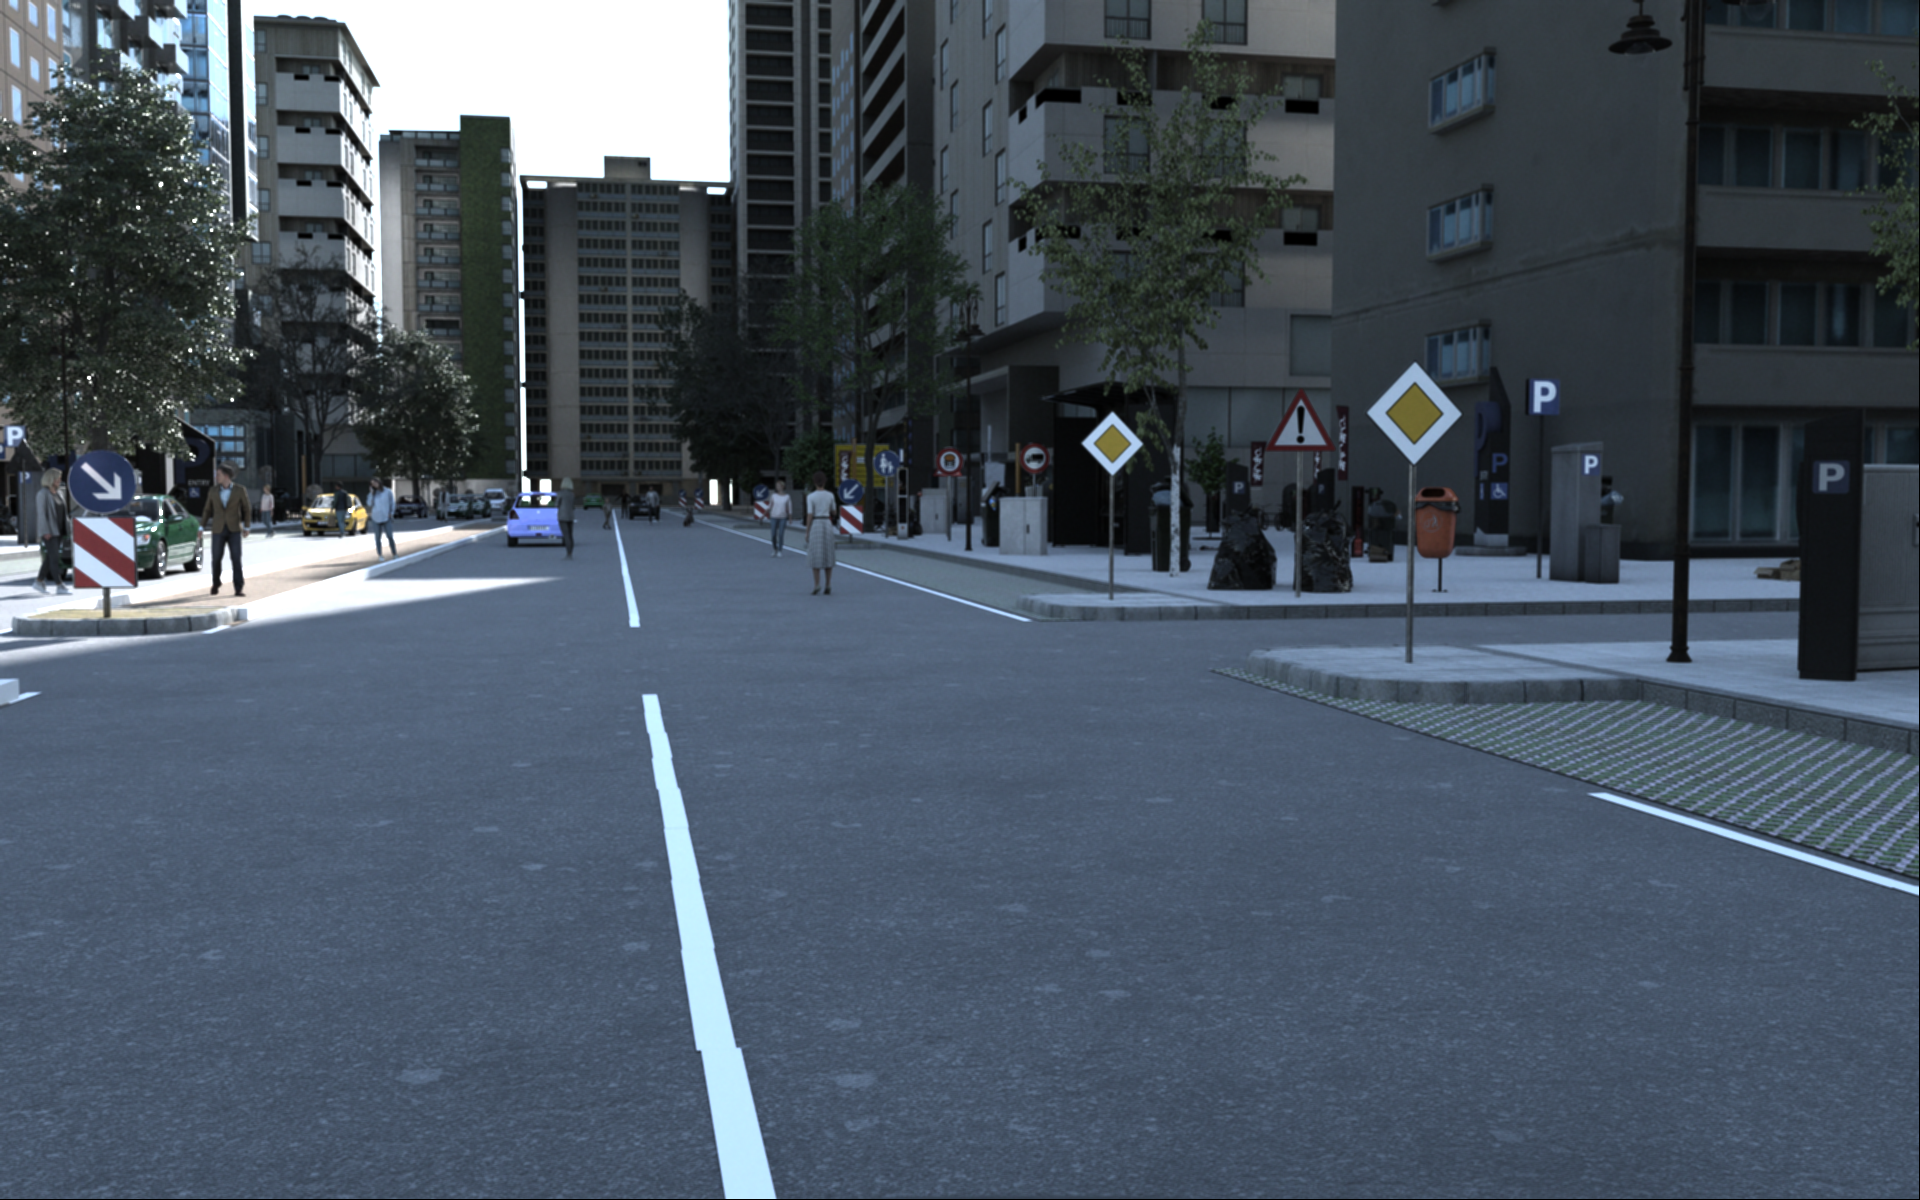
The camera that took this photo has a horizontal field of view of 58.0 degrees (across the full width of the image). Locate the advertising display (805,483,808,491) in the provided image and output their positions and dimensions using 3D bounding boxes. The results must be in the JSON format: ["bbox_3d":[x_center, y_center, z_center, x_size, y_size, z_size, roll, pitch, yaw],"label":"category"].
[{"bbox_3d":[-8.305,-5.477,94.755,0.123,1.923,0.974,-1,4,-20],"label":"advertising display"}]

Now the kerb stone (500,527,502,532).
[{"bbox_3d":[-16.948,-2.516,63.325,0.120,0.150,1.000,-1,4,-11],"label":"kerb stone"}]

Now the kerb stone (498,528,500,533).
[{"bbox_3d":[-16.742,-2.452,62.324,0.120,0.150,1.000,-1,4,-11],"label":"kerb stone"}]

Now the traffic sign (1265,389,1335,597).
[{"bbox_3d":[4.196,-1.311,21.432,0.884,2.594,0.081,0,4,-6],"label":"traffic sign"}]

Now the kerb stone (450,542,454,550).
[{"bbox_3d":[-13.086,-1.345,44.190,0.120,0.150,1.000,-1,4,-11],"label":"kerb stone"}]

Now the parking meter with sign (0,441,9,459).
[{"bbox_3d":[-33.643,-3.885,59.787,1.738,3.016,0.543,2,4,34],"label":"parking meter with sign"}]

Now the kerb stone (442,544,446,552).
[{"bbox_3d":[-12.679,-1.222,42.170,0.120,0.150,1.000,-1,4,-11],"label":"kerb stone"}]

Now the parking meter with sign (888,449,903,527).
[{"bbox_3d":[-2.422,-4.336,67.146,0.543,3.016,1.738,-1,4,-21],"label":"parking meter with sign"}]

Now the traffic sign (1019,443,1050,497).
[{"bbox_3d":[1.851,-2.625,43.023,0.768,2.556,0.104,0,4,-5],"label":"traffic sign"}]

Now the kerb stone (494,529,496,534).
[{"bbox_3d":[-16.336,-2.329,60.309,0.120,0.150,1.000,-1,4,-11],"label":"kerb stone"}]

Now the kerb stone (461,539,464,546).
[{"bbox_3d":[-13.688,-1.530,47.215,0.120,0.150,1.000,-1,4,-11],"label":"kerb stone"}]

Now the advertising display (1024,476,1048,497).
[{"bbox_3d":[2.687,-3.439,61.444,0.974,1.923,0.123,3,5,41],"label":"advertising display"}]

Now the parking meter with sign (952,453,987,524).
[{"bbox_3d":[0.231,-4.736,73.699,1.738,3.016,0.543,1,4,14],"label":"parking meter with sign"}]

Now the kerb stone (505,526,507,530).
[{"bbox_3d":[-17.551,-2.700,66.338,0.120,0.150,1.000,-1,4,-11],"label":"kerb stone"}]

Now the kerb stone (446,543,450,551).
[{"bbox_3d":[-12.883,-1.283,43.172,0.120,0.150,1.000,-1,4,-11],"label":"kerb stone"}]

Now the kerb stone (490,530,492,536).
[{"bbox_3d":[-15.930,-2.208,58.293,0.120,0.150,1.000,-1,4,-11],"label":"kerb stone"}]

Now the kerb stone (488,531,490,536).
[{"bbox_3d":[-15.724,-2.146,57.289,0.120,0.150,1.000,-1,4,-11],"label":"kerb stone"}]

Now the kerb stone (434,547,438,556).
[{"bbox_3d":[-12.268,-1.099,40.167,0.120,0.150,1.000,-1,4,-11],"label":"kerb stone"}]

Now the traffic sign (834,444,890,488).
[{"bbox_3d":[-3.959,-4.663,70.118,2.265,3.308,0.079,-1,4,-10],"label":"traffic sign"}]

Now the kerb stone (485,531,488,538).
[{"bbox_3d":[-15.526,-2.084,56.269,0.120,0.150,1.000,-1,4,-11],"label":"kerb stone"}]

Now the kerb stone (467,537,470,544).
[{"bbox_3d":[-14.099,-1.653,49.233,0.120,0.150,1.000,-1,4,-11],"label":"kerb stone"}]

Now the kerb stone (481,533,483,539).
[{"bbox_3d":[-15.114,-1.961,54.260,0.120,0.150,1.000,-1,4,-11],"label":"kerb stone"}]

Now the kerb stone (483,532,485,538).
[{"bbox_3d":[-15.325,-2.019,55.261,0.120,0.150,1.000,-1,4,-11],"label":"kerb stone"}]

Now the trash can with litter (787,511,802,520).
[{"bbox_3d":[-8.205,-4.538,85.258,2.233,1.210,1.678,-1,4,-10],"label":"trash can with litter"}]

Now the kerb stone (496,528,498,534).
[{"bbox_3d":[-16.548,-2.393,61.320,0.120,0.150,1.000,-1,4,-11],"label":"kerb stone"}]

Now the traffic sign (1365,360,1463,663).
[{"bbox_3d":[3.412,-0.579,13.105,0.795,2.450,0.064,-1,4,-11],"label":"traffic sign"}]

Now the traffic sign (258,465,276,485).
[{"bbox_3d":[-30.509,-4.660,76.293,0.768,2.556,0.104,0,4,-6],"label":"traffic sign"}]

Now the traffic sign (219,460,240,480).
[{"bbox_3d":[-27.106,-3.922,64.228,0.768,2.556,0.104,-1,4,-10],"label":"traffic sign"}]

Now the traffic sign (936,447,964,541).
[{"bbox_3d":[-0.289,-2.885,47.272,0.768,2.556,0.104,-1,4,-11],"label":"traffic sign"}]

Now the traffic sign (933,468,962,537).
[{"bbox_3d":[-0.375,-3.163,51.723,0.884,2.594,0.081,0,4,-4],"label":"traffic sign"}]

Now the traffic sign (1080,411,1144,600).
[{"bbox_3d":[1.830,-1.057,20.932,0.795,2.450,0.064,-1,4,-11],"label":"traffic sign"}]

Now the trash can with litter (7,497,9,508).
[{"bbox_3d":[-36.337,-3.354,65.902,1.678,1.210,2.233,0,4,-6],"label":"trash can with litter"}]

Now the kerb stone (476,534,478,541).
[{"bbox_3d":[-14.719,-1.837,52.249,0.120,0.150,1.000,-1,4,-11],"label":"kerb stone"}]

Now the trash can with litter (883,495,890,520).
[{"bbox_3d":[-3.876,-4.680,87.581,2.233,1.210,1.678,1,4,17],"label":"trash can with litter"}]

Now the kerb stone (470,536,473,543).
[{"bbox_3d":[-14.300,-1.715,50.235,0.120,0.150,1.000,-1,4,-11],"label":"kerb stone"}]

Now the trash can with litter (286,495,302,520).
[{"bbox_3d":[-32.608,-4.574,85.847,2.233,1.210,1.678,0,4,-6],"label":"trash can with litter"}]

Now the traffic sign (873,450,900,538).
[{"bbox_3d":[-2.137,-3.082,50.502,0.768,2.556,0.104,0,4,-2],"label":"traffic sign"}]

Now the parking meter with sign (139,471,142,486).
[{"bbox_3d":[-27.750,-3.770,57.901,1.738,3.016,0.543,-1,4,-11],"label":"parking meter with sign"}]

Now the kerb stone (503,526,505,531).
[{"bbox_3d":[-17.353,-2.639,65.335,0.120,0.150,1.000,-1,4,-11],"label":"kerb stone"}]

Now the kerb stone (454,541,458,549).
[{"bbox_3d":[-13.287,-1.402,45.208,0.120,0.150,1.000,-1,4,-11],"label":"kerb stone"}]

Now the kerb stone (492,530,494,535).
[{"bbox_3d":[-16.139,-2.269,59.296,0.120,0.150,1.000,-1,4,-11],"label":"kerb stone"}]

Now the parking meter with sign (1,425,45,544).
[{"bbox_3d":[-24.005,-2.971,44.837,0.543,3.016,1.738,0,4,-3],"label":"parking meter with sign"}]

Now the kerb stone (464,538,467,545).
[{"bbox_3d":[-13.894,-1.588,48.217,0.120,0.150,1.000,-1,4,-11],"label":"kerb stone"}]

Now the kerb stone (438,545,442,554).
[{"bbox_3d":[-12.476,-1.159,41.168,0.120,0.150,1.000,-1,4,-11],"label":"kerb stone"}]

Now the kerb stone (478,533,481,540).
[{"bbox_3d":[-14.912,-1.900,53.257,0.120,0.150,1.000,-1,4,-11],"label":"kerb stone"}]

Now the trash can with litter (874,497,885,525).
[{"bbox_3d":[-3.191,-3.698,71.855,1.055,1.170,0.624,-1,4,-13],"label":"trash can with litter"}]

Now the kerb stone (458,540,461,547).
[{"bbox_3d":[-13.495,-1.468,46.208,0.120,0.150,1.000,-1,4,-11],"label":"kerb stone"}]

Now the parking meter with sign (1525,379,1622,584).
[{"bbox_3d":[9.067,-1.790,25.520,0.543,3.016,1.738,-1,4,-17],"label":"parking meter with sign"}]

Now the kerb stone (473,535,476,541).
[{"bbox_3d":[-14.510,-1.776,51.243,0.120,0.150,1.000,-1,4,-11],"label":"kerb stone"}]

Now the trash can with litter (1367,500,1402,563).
[{"bbox_3d":[8.020,-1.307,32.762,0.624,1.170,1.055,1,4,16],"label":"trash can with litter"}]

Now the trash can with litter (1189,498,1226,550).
[{"bbox_3d":[5.887,-1.758,39.804,2.233,1.210,1.678,0,4,-2],"label":"trash can with litter"}]

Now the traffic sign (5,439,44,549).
[{"bbox_3d":[-22.015,-2.492,40.754,0.884,2.594,0.081,0,4,-3],"label":"traffic sign"}]
